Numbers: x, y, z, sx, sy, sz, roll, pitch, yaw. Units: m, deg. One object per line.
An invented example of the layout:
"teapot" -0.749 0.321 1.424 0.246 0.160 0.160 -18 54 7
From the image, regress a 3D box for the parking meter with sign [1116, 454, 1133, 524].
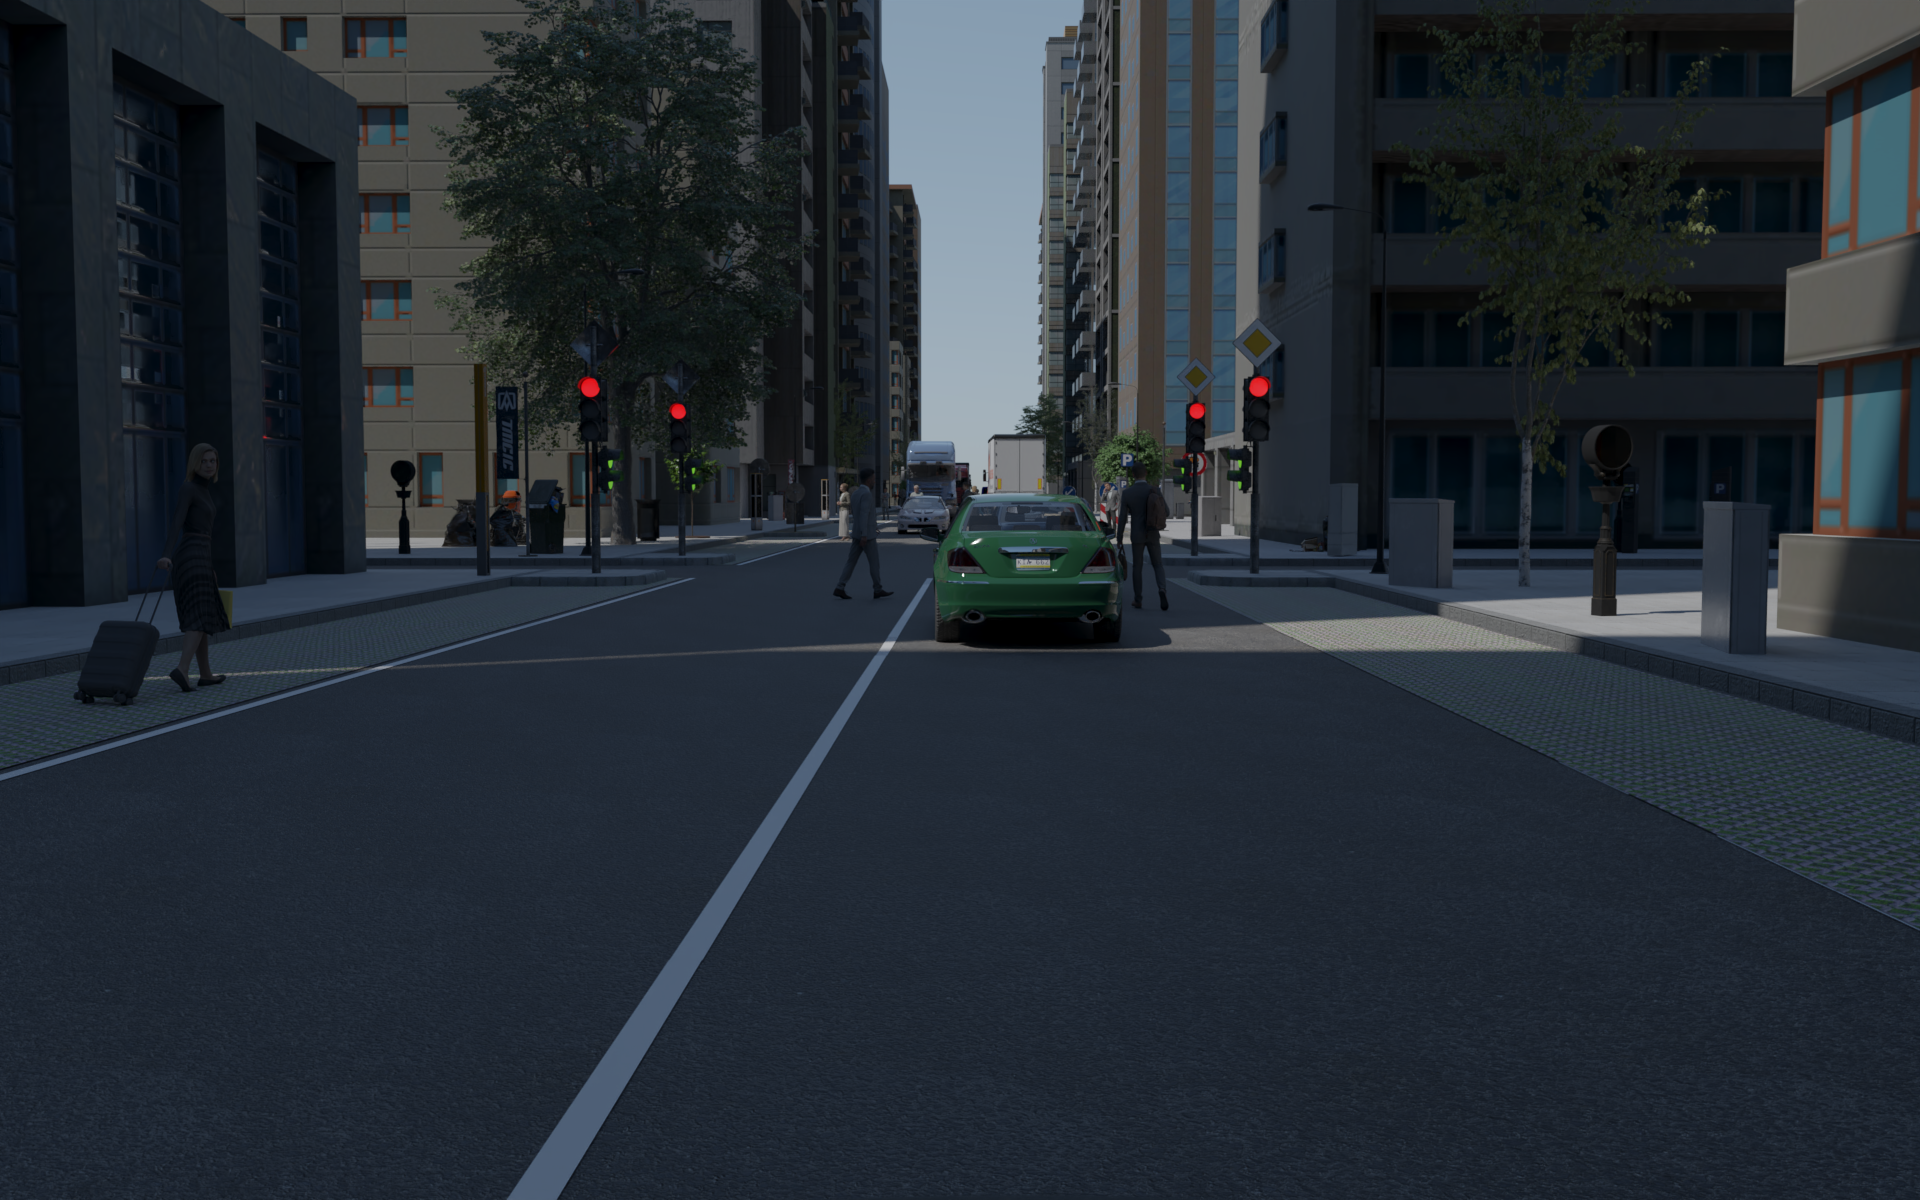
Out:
"parking meter with sign" 7.105 -4.852 75.589 0.543 3.016 1.738 0 4 -7

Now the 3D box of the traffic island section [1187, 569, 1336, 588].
"traffic island section" 4.772 -0.346 27.945 2.009 0.180 2.903 0 4 1

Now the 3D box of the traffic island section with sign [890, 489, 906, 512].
"traffic island section with sign" -4.434 -7.767 135.622 1.989 1.847 2.006 0 4 1

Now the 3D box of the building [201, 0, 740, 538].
"building" -24.103 -13.424 64.524 27.650 21.520 28.899 0 4 1

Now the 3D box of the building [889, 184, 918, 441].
"building" -17.167 -35.713 238.539 22.147 44.769 28.867 0 4 1

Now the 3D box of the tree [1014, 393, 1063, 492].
"tree" 9.441 -16.852 193.662 7.486 12.596 7.792 0 3 0

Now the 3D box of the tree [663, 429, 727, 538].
"tree" -7.918 -3.420 50.513 1.663 3.219 1.824 0 3 0

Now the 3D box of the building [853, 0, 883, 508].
"building" -18.188 -37.394 153.390 21.231 58.520 28.212 0 4 1

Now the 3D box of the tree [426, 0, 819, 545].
"tree" -8.473 -8.385 43.751 9.857 13.997 8.962 0 3 0

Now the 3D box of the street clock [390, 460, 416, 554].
"street clock" -11.893 -1.985 37.032 0.471 2.002 0.358 1 4 8

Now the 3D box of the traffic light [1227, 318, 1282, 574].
"traffic light" 4.732 -2.380 27.832 0.839 4.253 0.868 0 4 1

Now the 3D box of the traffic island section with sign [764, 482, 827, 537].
"traffic island section with sign" -5.513 -3.032 58.206 1.989 1.847 2.006 0 4 1

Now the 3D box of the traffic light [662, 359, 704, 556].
"traffic light" -5.767 -2.876 35.947 0.839 4.253 0.868 0 4 1

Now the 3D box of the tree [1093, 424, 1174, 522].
"tree" 7.954 -5.818 78.835 4.285 4.588 4.351 0 3 0

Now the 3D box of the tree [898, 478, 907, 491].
"tree" -6.060 -11.623 184.635 1.663 3.219 1.824 0 3 0

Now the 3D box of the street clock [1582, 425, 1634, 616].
"street clock" 6.789 -0.834 18.204 0.471 2.002 0.358 -1 4 -14

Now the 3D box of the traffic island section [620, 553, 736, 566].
"traffic island section" -5.807 -0.844 36.083 2.009 0.180 2.903 0 4 1

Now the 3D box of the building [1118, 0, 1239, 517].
"building" 16.869 -27.649 102.177 14.600 45.320 14.200 0 4 1

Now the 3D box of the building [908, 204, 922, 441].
"building" -12.949 -37.300 259.959 14.600 45.320 14.200 0 4 1

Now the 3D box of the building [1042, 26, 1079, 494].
"building" 21.231 -41.811 225.613 21.231 58.520 28.212 0 4 1

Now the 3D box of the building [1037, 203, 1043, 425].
"building" 22.621 -36.697 254.617 22.147 44.769 28.867 0 4 1

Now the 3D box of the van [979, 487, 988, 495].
"van" 2.601 -8.367 141.176 2.240 2.365 5.245 0 4 0

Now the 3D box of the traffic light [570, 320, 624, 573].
"traffic light" -5.879 -2.388 27.963 0.839 4.253 0.868 0 4 1

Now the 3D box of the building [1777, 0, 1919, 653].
"building" 21.424 -9.556 1.279 27.650 21.520 28.899 0 4 1

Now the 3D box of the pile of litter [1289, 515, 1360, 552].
"pile of litter" 8.176 -1.519 38.808 1.719 0.858 1.176 0 4 -2

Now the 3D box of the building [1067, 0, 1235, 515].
"building" 18.846 -42.245 128.963 20.563 71.187 20.611 0 4 1

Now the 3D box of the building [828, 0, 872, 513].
"building" -17.903 -28.778 125.151 22.147 44.769 28.867 0 4 1

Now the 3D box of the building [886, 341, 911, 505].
"building" -20.439 -22.350 210.462 27.650 21.520 28.899 0 4 1

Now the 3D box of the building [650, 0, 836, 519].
"building" -14.459 -19.759 94.762 14.160 30.474 14.107 0 4 1

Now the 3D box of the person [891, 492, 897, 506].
"person" -7.188 -11.255 193.341 1.217 1.723 0.721 3 4 36

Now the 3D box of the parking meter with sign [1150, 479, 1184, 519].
"parking meter with sign" 10.511 -5.611 88.002 1.738 3.016 0.543 -1 4 -9

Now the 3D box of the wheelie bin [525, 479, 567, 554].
"wheelie bin" -8.910 -1.796 37.273 0.980 1.594 0.693 2 4 29

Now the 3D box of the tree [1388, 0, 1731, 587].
"tree" 8.069 -4.489 23.758 4.737 8.622 4.395 0 3 0

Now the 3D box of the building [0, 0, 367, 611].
"building" -25.471 -42.962 15.095 31.000 86.520 22.319 0 4 1

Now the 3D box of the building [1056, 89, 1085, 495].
"building" 17.568 -30.246 178.110 14.154 41.232 14.086 0 4 1

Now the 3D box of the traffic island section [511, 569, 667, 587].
"traffic island section" -5.918 -0.356 28.098 2.009 0.180 2.903 0 4 1

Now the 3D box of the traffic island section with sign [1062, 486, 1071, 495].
"traffic island section with sign" 5.244 -4.702 85.507 1.989 1.847 2.006 0 4 1

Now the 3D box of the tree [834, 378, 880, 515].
"tree" -7.420 -9.664 108.361 4.737 8.622 4.395 0 3 0

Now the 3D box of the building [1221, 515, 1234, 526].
"building" 21.009 -38.408 66.222 20.563 71.187 20.611 0 4 1

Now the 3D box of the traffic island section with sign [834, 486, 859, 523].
"traffic island section with sign" -5.129 -4.681 85.159 1.989 1.847 2.006 0 4 1

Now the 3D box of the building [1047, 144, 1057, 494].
"building" 17.284 -31.895 205.084 14.154 41.232 14.086 0 4 1

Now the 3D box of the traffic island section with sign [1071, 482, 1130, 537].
"traffic island section with sign" 4.872 -3.054 58.554 1.989 1.847 2.006 0 4 1

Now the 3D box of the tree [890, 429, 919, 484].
"tree" -6.103 -14.571 188.605 4.360 8.622 3.978 0 3 0

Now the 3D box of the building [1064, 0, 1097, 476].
"building" 21.641 -32.751 155.088 23.786 49.044 30.456 0 4 1

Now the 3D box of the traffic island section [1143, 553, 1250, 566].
"traffic island section" 4.883 -0.835 35.930 2.009 0.180 2.903 0 4 1

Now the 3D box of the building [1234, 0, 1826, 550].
"building" 19.059 -25.981 48.487 21.600 48.544 21.300 0 4 1

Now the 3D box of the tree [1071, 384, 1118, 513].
"tree" 9.411 -10.191 116.991 4.360 8.622 3.978 0 3 0

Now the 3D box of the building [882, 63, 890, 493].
"building" -14.411 -32.098 174.909 14.600 45.320 14.200 0 4 1

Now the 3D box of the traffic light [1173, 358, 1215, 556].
"traffic light" 4.843 -2.868 35.816 0.839 4.253 0.868 0 4 1
